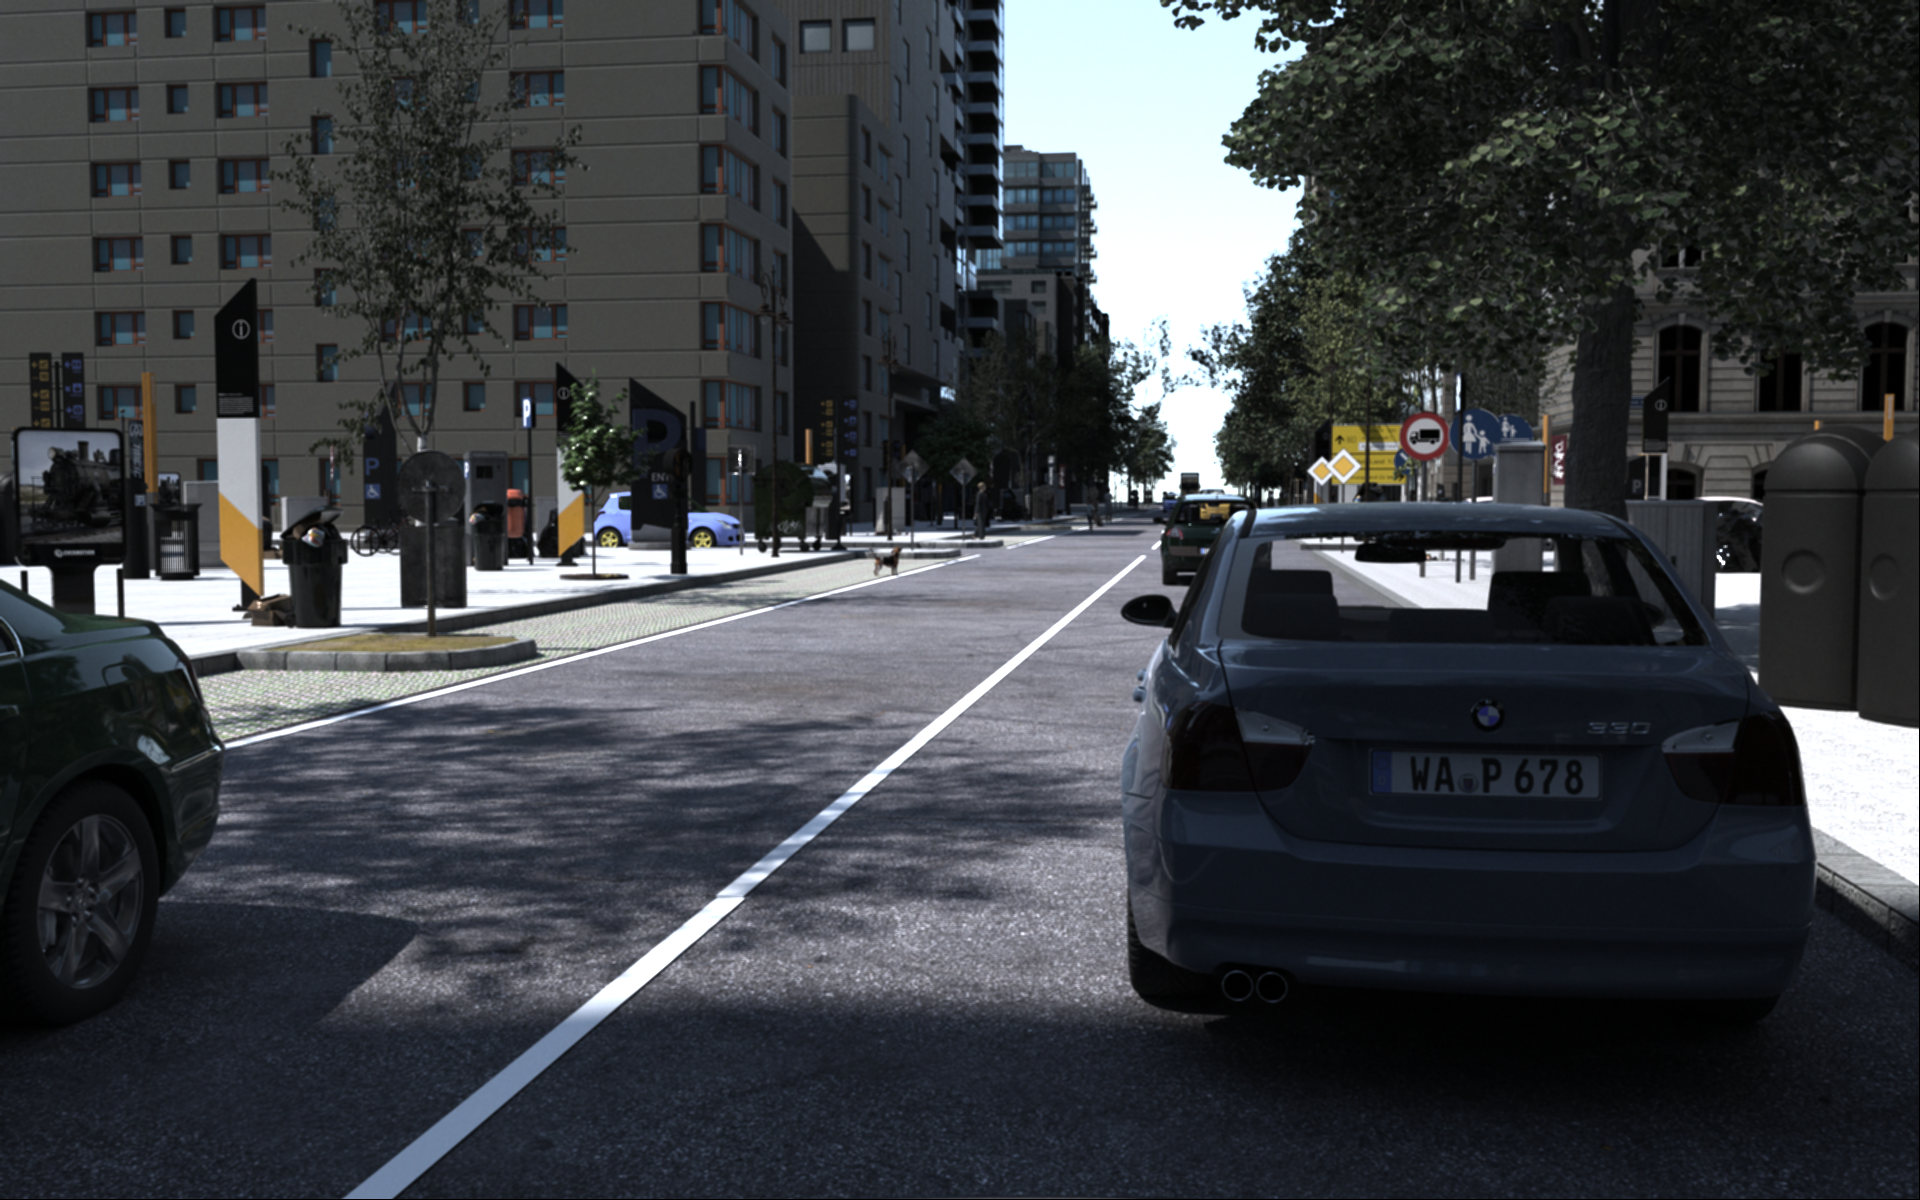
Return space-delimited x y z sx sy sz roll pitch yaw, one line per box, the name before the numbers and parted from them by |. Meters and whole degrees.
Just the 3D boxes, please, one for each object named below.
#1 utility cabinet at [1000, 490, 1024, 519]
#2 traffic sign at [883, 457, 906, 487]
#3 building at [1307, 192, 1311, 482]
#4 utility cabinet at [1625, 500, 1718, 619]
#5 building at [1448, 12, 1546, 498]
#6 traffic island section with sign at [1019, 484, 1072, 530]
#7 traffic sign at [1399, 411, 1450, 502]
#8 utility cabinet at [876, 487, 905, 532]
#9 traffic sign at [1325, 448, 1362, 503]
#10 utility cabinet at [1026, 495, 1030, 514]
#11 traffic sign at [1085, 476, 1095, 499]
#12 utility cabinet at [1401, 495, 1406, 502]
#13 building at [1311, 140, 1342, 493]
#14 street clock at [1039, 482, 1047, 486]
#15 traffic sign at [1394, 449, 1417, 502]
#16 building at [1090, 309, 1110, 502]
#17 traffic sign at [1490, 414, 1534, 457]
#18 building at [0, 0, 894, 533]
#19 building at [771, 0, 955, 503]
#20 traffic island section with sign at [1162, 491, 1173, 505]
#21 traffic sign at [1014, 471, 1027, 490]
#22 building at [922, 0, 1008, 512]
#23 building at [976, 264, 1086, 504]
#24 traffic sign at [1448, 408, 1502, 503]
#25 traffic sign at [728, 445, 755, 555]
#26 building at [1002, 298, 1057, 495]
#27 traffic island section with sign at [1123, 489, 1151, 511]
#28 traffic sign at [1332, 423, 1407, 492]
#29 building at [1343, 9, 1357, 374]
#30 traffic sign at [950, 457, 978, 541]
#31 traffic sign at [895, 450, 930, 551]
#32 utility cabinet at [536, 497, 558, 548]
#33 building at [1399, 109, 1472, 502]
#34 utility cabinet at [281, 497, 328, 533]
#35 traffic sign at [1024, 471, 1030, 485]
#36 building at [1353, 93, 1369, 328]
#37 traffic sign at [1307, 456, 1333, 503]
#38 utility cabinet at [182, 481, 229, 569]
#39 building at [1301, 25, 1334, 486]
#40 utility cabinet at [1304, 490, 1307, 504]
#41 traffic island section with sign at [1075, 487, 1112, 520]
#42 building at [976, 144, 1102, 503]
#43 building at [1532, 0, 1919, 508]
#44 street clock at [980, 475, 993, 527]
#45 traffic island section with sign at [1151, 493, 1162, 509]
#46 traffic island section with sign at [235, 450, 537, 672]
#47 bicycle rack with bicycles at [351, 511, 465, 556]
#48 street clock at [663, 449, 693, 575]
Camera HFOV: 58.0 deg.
utility cabinet | 2.660 -4.885 88.540 1.173 1.500 0.318 0 4 1
traffic sign | -2.250 -3.672 60.045 0.884 2.594 0.081 1 4 15
building | 59.268 -37.853 238.497 23.786 49.044 30.456 1 4 8
utility cabinet | 7.303 -0.419 18.016 0.306 1.237 1.020 -3 5 -40
building | 31.690 -17.562 80.646 14.314 27.812 24.014 1 4 8
traffic island section with sign | 3.468 -3.739 69.762 1.989 1.847 2.006 1 4 8
traffic sign | 7.146 -1.625 26.681 0.768 2.556 0.104 1 4 11
utility cabinet | -2.328 -3.009 57.872 0.318 1.500 1.173 3 4 38
traffic sign | 8.357 -2.089 37.797 0.795 2.450 0.064 1 4 8
utility cabinet | 4.061 -5.137 95.153 1.020 1.237 0.306 -2 4 -25
traffic sign | 9.109 -7.425 121.504 0.768 2.556 0.104 1 4 13
utility cabinet | 21.085 -4.342 82.159 0.306 1.237 1.020 -2 4 -27
building | 51.185 -34.665 216.880 14.600 45.320 14.200 1 4 8
street clock | 4.787 -5.827 99.837 0.471 2.002 0.358 -2 4 -26
traffic sign | 12.052 -2.843 46.591 0.768 2.556 0.104 1 4 11
building | 15.590 -30.281 266.797 14.160 30.474 14.107 1 4 8
traffic sign | 8.727 -1.684 27.636 0.768 2.556 0.104 1 4 12
building | -18.980 -13.864 71.718 27.650 21.520 28.899 1 4 8
building | -15.183 -31.824 109.557 28.713 52.752 27.495 1 4 8
traffic island section with sign | 26.888 -13.316 226.338 1.989 1.847 2.006 1 4 8
traffic sign | 3.368 -5.890 96.408 0.768 2.556 0.104 1 4 15
building | -7.072 -50.476 137.948 22.319 86.520 31.000 1 4 8
building | 8.614 -27.550 222.140 14.160 30.474 14.107 1 4 8
traffic sign | 7.654 -1.571 25.791 0.768 2.556 0.104 1 4 13
traffic sign | -4.597 -2.095 36.380 0.606 2.300 0.079 1 4 16
building | -5.621 -19.872 169.941 27.650 21.520 28.899 1 4 8
traffic island section with sign | 14.662 -8.320 144.656 1.989 1.847 2.006 1 4 8
traffic sign | 11.852 -3.439 50.098 2.265 3.308 0.079 1 4 18
building | 48.231 -38.375 169.435 21.231 58.520 28.212 1 4 8
traffic sign | 0.102 -2.659 47.122 0.795 2.450 0.064 1 4 8
traffic sign | -1.079 -2.176 39.224 0.795 2.450 0.064 1 4 8
utility cabinet | -9.478 -1.818 40.880 1.020 1.237 0.306 -1 4 -15
building | 33.769 -18.844 105.356 12.463 27.353 25.104 1 4 8
utility cabinet | -15.475 -1.820 40.913 0.306 1.237 1.020 3 5 42
traffic sign | 3.594 -5.911 96.753 0.768 2.556 0.104 1 4 12
building | 41.031 -28.502 149.606 14.154 41.232 14.086 1 4 8
traffic sign | 9.539 -2.572 45.695 0.795 2.450 0.064 1 4 8
utility cabinet | -12.621 -1.281 29.622 1.173 1.500 0.318 -2 4 -35
building | 60.803 -50.488 263.728 20.563 71.187 20.611 1 4 8
utility cabinet | 19.750 -5.427 97.408 0.318 1.500 1.173 3 4 37
traffic island section with sign | 7.453 -5.375 96.502 1.989 1.847 2.006 1 4 8
building | 7.829 -38.200 244.177 23.786 49.044 30.456 1 4 8
building | 37.596 -14.488 55.970 34.723 24.649 14.460 1 4 8
street clock | 1.034 -3.836 67.284 0.471 2.002 0.358 -3 5 -40
traffic island section with sign | 18.780 -10.002 172.155 1.989 1.847 2.006 1 4 8
traffic island section with sign | -4.754 -0.378 14.812 1.989 1.847 2.006 1 4 8
bicycle rack with bicycles | -11.654 -1.451 37.103 2.925 0.926 2.852 -2 4 -26
street clock | -4.499 -1.413 27.666 0.358 2.002 0.471 2 4 32
